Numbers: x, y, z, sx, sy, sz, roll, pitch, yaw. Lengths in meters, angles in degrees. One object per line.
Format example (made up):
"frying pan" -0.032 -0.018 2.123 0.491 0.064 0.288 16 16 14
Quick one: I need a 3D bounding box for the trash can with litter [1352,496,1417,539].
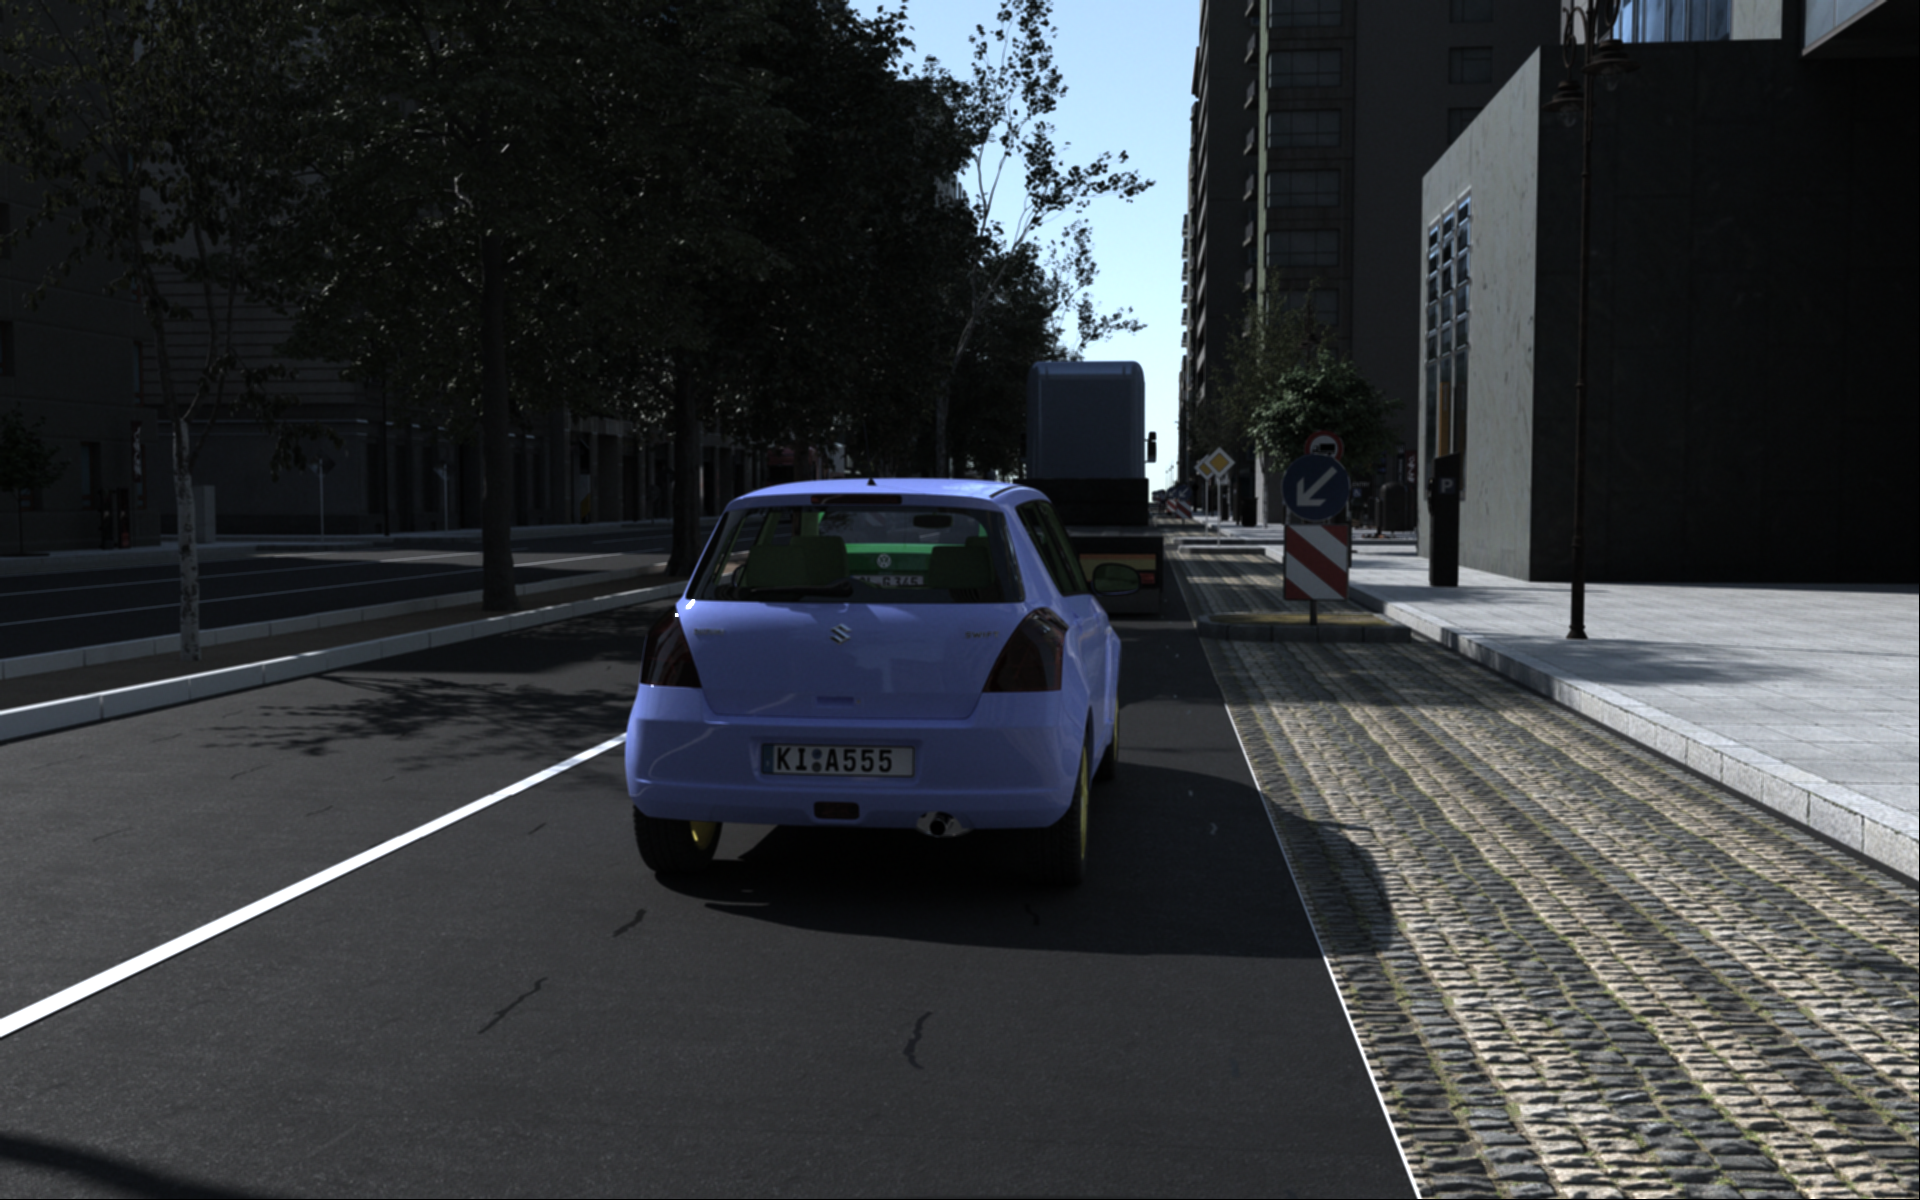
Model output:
"trash can with litter" 12.189 -2.386 50.072 1.678 1.210 2.233 0 4 7

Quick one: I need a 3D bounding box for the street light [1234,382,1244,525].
"street light" 11.556 -6.059 71.850 0.468 5.910 1.993 0 4 6

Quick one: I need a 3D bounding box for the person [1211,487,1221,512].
"person" 18.904 -7.335 126.068 1.348 1.812 0.705 -1 4 -15

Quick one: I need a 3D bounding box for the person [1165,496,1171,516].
"person" 12.894 -5.964 106.428 0.576 1.772 0.534 -2 4 -23

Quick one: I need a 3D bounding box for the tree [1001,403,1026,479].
"tree" 3.323 -9.152 102.451 4.360 8.622 3.978 0 3 0

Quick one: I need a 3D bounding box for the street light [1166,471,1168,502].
"street light" 31.066 -17.343 256.337 0.468 5.910 1.993 0 4 6

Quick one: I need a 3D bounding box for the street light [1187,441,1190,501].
"street light" 19.589 -10.698 147.707 0.468 5.910 1.993 0 4 6

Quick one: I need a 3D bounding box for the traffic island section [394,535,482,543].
"traffic island section" -15.625 -1.854 52.600 2.009 0.180 2.903 0 4 6

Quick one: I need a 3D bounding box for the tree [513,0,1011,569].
"tree" -3.637 -7.336 39.405 9.611 12.733 9.660 0 3 0

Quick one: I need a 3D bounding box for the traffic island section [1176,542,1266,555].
"traffic island section" 6.351 -1.222 42.253 2.009 0.180 2.903 0 4 6

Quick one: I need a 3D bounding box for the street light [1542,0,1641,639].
"street light" 5.476 -2.594 15.193 0.468 5.910 1.993 0 4 6

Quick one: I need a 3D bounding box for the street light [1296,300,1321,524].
"street light" 8.303 -4.196 41.386 0.468 5.910 1.993 0 4 6

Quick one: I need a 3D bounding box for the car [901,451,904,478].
"car" -0.308 -0.333 14.237 1.959 1.807 4.718 0 4 6

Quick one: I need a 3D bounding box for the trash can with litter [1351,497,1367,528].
"trash can with litter" 15.253 -3.356 66.260 0.624 1.170 1.055 1 4 14

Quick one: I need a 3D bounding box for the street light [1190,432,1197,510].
"street light" 16.953 -9.265 124.264 0.468 5.910 1.993 0 4 6

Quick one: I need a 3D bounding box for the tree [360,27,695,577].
"tree" -4.786 -6.747 29.779 9.611 12.733 9.660 0 3 0

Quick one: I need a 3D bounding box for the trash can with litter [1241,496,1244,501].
"trash can with litter" 16.920 -5.618 103.243 0.624 1.170 1.055 -1 4 -19

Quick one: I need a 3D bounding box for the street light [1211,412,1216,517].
"street light" 14.315 -7.661 98.051 0.468 5.910 1.993 0 4 6

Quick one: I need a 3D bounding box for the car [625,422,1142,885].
"car" -0.178 0.113 7.738 1.945 1.707 3.694 0 4 8

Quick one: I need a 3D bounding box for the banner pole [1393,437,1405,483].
"banner pole" 18.519 -5.092 73.273 0.401 3.779 0.863 -2 4 -30

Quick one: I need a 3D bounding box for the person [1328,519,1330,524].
"person" 13.219 -3.399 61.796 0.511 1.800 0.466 3 5 43

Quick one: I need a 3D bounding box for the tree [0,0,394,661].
"tree" -6.594 -3.762 14.326 4.360 8.622 3.978 0 3 0

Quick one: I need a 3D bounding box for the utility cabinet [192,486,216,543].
"utility cabinet" -19.772 -2.238 45.268 0.318 1.500 1.173 -1 4 -11

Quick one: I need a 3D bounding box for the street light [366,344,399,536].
"street light" -17.568 -4.901 52.915 0.468 5.910 1.993 0 4 6

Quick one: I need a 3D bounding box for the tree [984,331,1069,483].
"tree" 3.888 -11.482 108.317 7.486 12.596 7.792 0 3 0

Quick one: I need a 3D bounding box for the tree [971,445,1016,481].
"tree" 6.417 -22.073 286.652 9.928 11.665 9.643 0 3 0

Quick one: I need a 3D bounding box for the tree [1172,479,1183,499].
"tree" 26.368 -13.216 210.685 1.663 3.219 1.824 0 3 0

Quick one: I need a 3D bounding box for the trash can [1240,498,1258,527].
"trash can" 11.362 -3.450 68.058 0.748 1.137 0.748 0 3 0

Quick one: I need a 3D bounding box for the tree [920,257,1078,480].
"tree" 1.265 -10.621 86.474 12.009 13.543 11.850 0 3 0

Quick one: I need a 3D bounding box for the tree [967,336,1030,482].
"tree" 2.281 -9.757 96.399 8.767 10.594 7.601 0 4 6

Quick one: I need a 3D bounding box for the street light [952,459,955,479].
"street light" -0.789 -14.615 211.736 0.468 5.910 1.993 0 4 6

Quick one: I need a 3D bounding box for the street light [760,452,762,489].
"street light" -12.132 -8.125 105.633 0.468 5.910 1.993 0 4 6

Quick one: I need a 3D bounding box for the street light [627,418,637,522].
"street light" -14.867 -6.504 79.121 0.468 5.910 1.993 0 4 6

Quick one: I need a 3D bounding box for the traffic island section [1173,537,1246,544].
"traffic island section" 7.190 -1.707 50.195 2.009 0.180 2.903 0 4 6

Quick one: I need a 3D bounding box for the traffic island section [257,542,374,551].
"traffic island section" -16.463 -1.369 44.658 2.009 0.180 2.903 0 4 6

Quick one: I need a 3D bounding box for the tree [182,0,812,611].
"tree" -5.587 -6.108 20.451 7.486 12.596 7.792 0 3 0

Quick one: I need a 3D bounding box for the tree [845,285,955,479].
"tree" -2.144 -6.248 54.977 4.737 8.622 4.395 0 3 0

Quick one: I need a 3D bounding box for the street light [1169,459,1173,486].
"street light" 28.208 -15.741 230.147 0.468 5.910 1.993 0 4 6

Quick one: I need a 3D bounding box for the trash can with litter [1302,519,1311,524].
"trash can with litter" 14.452 -3.668 71.361 0.624 1.170 1.055 -1 4 -10

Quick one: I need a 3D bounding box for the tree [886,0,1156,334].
"tree" 0.401 -12.573 63.914 12.611 20.169 13.585 0 3 0

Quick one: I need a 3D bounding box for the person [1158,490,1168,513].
"person" 15.401 -7.458 131.379 0.756 1.711 0.436 1 4 11

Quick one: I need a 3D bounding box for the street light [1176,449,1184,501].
"street light" 22.290 -12.318 174.193 0.468 5.910 1.993 0 4 6

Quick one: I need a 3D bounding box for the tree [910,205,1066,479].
"tree" 0.057 -10.177 75.514 9.857 13.997 8.962 0 3 0
